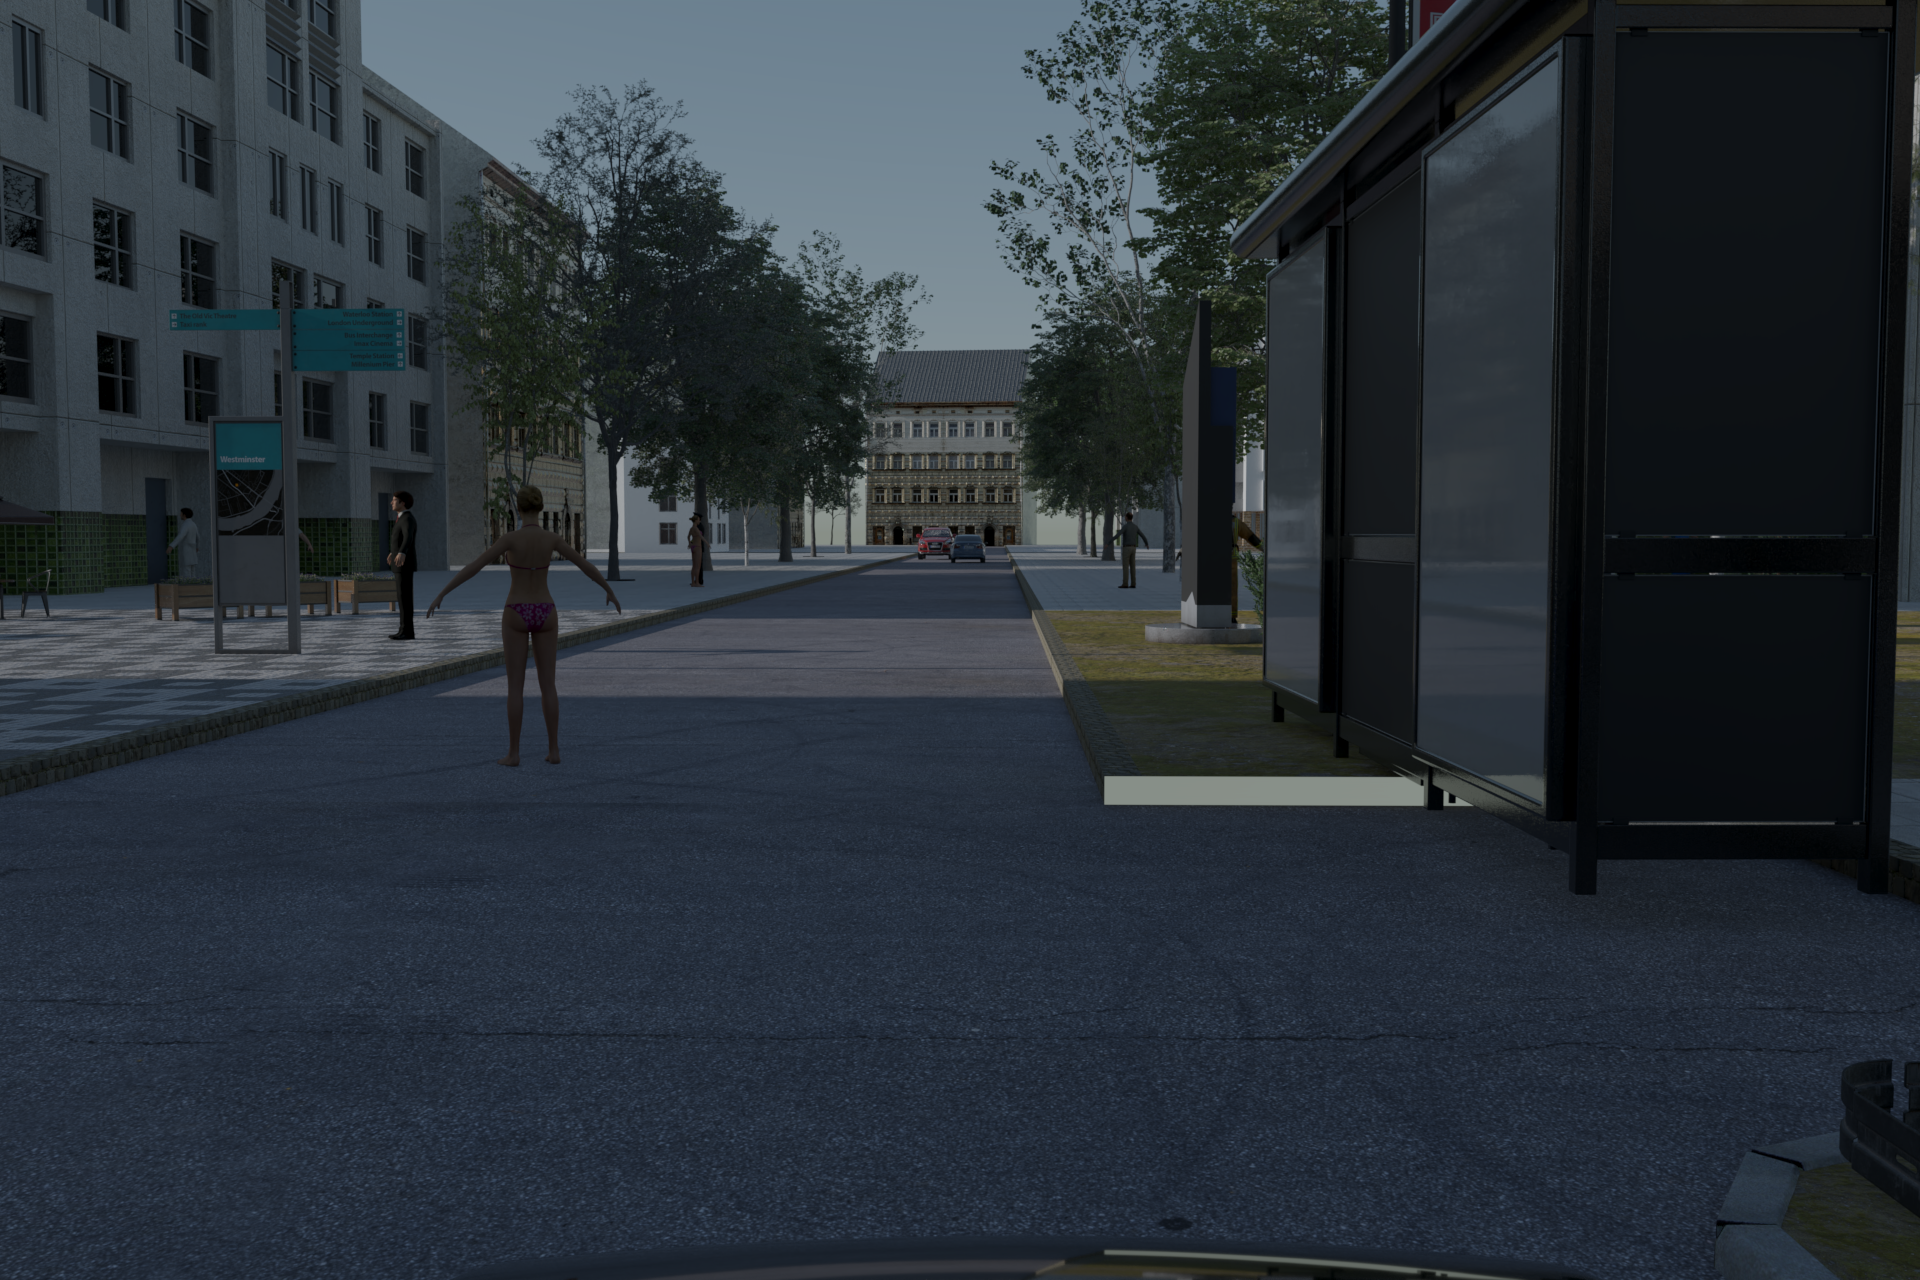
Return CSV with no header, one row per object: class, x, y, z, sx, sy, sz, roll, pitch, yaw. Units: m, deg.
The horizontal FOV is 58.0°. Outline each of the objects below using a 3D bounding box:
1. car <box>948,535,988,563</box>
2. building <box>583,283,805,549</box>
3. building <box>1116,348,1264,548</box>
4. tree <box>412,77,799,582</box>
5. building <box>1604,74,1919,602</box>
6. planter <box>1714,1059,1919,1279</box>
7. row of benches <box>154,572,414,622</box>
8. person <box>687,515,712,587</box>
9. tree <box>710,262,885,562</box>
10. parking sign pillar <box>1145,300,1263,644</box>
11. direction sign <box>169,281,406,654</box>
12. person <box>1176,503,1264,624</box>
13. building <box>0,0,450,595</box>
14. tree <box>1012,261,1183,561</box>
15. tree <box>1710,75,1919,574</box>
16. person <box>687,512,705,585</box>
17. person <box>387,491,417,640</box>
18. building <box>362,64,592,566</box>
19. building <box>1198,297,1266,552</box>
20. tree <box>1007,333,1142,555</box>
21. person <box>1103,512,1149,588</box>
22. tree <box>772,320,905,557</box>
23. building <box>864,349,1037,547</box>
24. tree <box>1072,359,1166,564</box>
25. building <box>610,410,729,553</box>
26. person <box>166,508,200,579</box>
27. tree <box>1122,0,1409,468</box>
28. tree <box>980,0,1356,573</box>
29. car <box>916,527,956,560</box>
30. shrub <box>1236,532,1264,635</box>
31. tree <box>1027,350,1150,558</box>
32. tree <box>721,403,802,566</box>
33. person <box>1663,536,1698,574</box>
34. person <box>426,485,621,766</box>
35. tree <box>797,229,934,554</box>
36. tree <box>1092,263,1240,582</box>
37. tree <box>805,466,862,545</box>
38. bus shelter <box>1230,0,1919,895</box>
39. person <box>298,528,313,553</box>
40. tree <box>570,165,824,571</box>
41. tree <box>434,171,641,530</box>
car,0.403,-4.611,87.396,2.014,1.417,4.499,0,3,0
building,-24.296,-19.817,154.940,19.493,23.208,18.063,0,4,2
building,25.063,-18.762,173.214,16.747,18.905,31.486,0,4,1
tree,-9.389,-8.348,46.859,12.009,13.543,11.850,0,3,0
building,26.660,-11.076,47.554,16.747,18.905,31.486,0,4,2
planter,2.459,1.111,2.971,1.991,0.319,1.994,0,4,1
row of benches,-10.524,-0.705,26.991,1.422,0.672,4.104,3,5,41
person,-6.320,-2.149,41.935,0.721,1.733,1.217,-2,4,-32
tree,-8.134,-10.588,79.764,9.857,13.997,8.962,0,3,0
parking sign pillar,2.952,-1.972,20.713,1.447,3.967,1.447,0,4,-1
direction sign,-7.088,-1.846,18.952,2.525,3.948,1.411,0,4,2
person,3.731,-1.144,24.466,1.354,1.858,0.705,0,4,2
building,-26.828,-10.912,44.873,16.747,18.905,31.486,0,4,2
tree,7.173,-10.767,82.703,9.857,13.997,8.962,0,3,0
tree,7.706,-4.136,17.983,4.360,8.622,3.978,0,3,0
person,-6.617,-2.301,43.563,0.705,1.837,1.347,0,4,2
person,-6.803,-0.912,21.097,0.705,1.806,1.347,-1,4,-22
building,-28.359,-15.148,78.606,19.493,23.208,18.063,0,4,0
building,23.585,-17.197,137.584,16.016,20.090,11.380,0,4,1
tree,7.628,-12.275,107.345,9.857,13.997,8.962,0,3,0
person,3.981,-2.122,40.965,1.348,1.796,0.705,-2,4,-33
tree,-8.229,-11.380,96.430,12.009,13.543,11.850,0,3,0
building,-0.660,-22.768,205.644,18.063,23.208,19.493,0,4,8
tree,6.890,-7.499,72.964,4.360,8.622,3.978,0,3,0
building,-21.995,-11.590,131.649,9.099,9.664,28.070,0,4,1
person,-15.443,-1.735,34.562,0.705,1.806,1.347,0,4,-1
tree,6.460,-6.939,31.578,7.486,12.596,7.792,0,3,0
tree,6.656,-12.388,58.440,12.611,20.169,13.585,0,3,0
car,-1.310,-5.500,98.599,2.281,1.827,5.304,0,4,2
shrub,3.552,-0.756,16.787,1.690,2.028,1.600,0,3,0
tree,7.449,-10.357,95.099,9.928,11.665,9.643,0,3,0
tree,-8.650,-7.301,69.728,4.360,8.622,3.978,0,3,0
person,15.937,-1.965,38.258,1.347,1.817,0.704,-1,4,-22
person,-2.700,-0.095,10.817,1.217,1.733,0.721,-2,4,-28
tree,-8.501,-15.587,110.743,12.611,20.169,13.585,0,3,0
tree,5.861,-5.874,46.398,4.737,8.622,4.395,0,3,0
tree,-14.897,-16.543,204.889,7.601,10.594,8.767,0,4,-1
bus shelter,2.941,-1.996,10.264,2.179,5.291,8.768,0,4,-1
person,-13.609,-1.774,34.856,1.347,1.847,0.705,1,4,8
tree,-8.943,-9.387,60.128,9.857,13.997,8.962,0,3,0
tree,-9.086,-5.254,36.258,4.737,8.622,4.395,0,3,0
